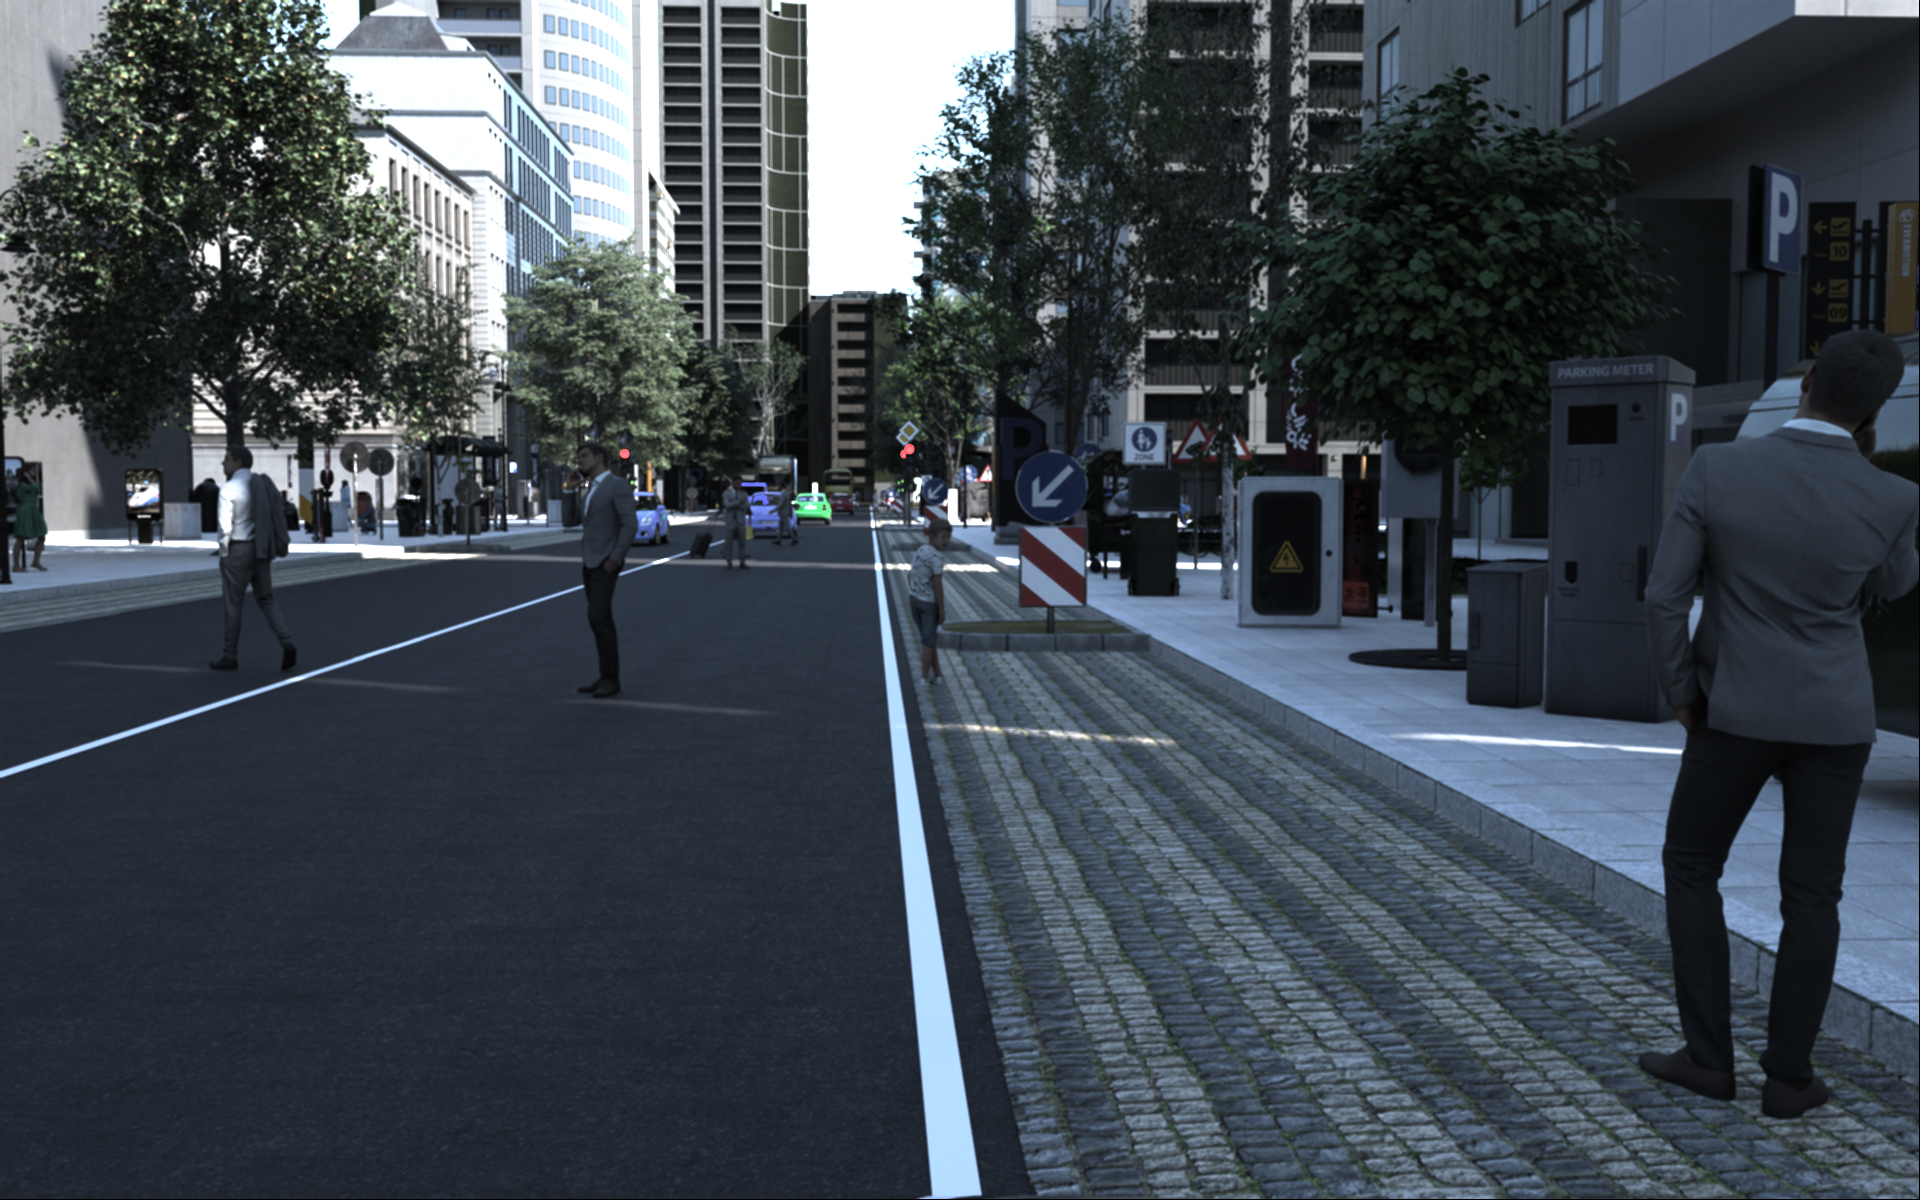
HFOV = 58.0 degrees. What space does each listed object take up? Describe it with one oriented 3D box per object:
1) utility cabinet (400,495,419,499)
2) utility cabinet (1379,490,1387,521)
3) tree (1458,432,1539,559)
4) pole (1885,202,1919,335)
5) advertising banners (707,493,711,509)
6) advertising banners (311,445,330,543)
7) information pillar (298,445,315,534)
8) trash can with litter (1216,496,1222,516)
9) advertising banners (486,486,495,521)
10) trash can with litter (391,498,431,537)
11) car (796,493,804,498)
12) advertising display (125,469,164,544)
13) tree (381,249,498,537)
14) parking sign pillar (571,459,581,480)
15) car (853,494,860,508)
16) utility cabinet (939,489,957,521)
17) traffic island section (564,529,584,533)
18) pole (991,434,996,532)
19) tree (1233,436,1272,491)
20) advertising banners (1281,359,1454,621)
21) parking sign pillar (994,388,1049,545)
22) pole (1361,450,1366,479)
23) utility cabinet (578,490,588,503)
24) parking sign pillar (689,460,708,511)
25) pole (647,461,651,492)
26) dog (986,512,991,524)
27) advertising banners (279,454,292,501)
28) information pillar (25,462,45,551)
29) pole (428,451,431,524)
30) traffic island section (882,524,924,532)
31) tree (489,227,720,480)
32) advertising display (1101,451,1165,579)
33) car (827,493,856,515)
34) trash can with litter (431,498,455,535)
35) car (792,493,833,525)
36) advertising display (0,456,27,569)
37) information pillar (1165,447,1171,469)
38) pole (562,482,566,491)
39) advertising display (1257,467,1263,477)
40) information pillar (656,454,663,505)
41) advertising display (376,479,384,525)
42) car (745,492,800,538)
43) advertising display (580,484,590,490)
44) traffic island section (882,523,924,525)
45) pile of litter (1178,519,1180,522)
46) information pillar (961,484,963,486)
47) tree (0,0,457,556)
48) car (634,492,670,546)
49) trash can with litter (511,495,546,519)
[{"bbox_3d":[-25.493,-4.224,80.228,0.306,1.237,1.020,1,4,22],"label":"utility cabinet"},{"bbox_3d":[20.183,-4.474,81.823,1.173,1.500,0.318,3,5,42],"label":"utility cabinet"},{"bbox_3d":[9.112,-2.194,30.477,1.663,3.219,1.824,0,3,0],"label":"tree"},{"bbox_3d":[6.622,-1.126,12.253,0.158,3.312,0.155,0,3,0],"label":"pole"},{"bbox_3d":[-21.425,-8.987,143.118,2.074,3.025,0.090,1,4,19],"label":"advertising banners"},{"bbox_3d":[-16.894,-3.033,45.779,0.090,3.025,2.074,-2,4,-33],"label":"advertising banners"},{"bbox_3d":[-21.193,-3.966,56.205,0.504,3.616,0.183,-1,4,-16],"label":"information pillar"},{"bbox_3d":[11.987,-4.267,80.828,1.678,1.210,2.233,-2,4,-29],"label":"trash can with litter"},{"bbox_3d":[-22.404,-5.297,82.799,0.090,3.025,2.074,0,4,-3],"label":"advertising banners"},{"bbox_3d":[-16.544,-2.486,52.036,0.624,1.170,1.055,1,4,15],"label":"trash can with litter"},{"bbox_3d":[-15.770,-10.263,177.384,1.945,1.707,3.694,0,4,-2],"label":"car"},{"bbox_3d":[-20.876,-2.394,44.353,0.974,1.923,0.123,0,4,7],"label":"advertising display"},{"bbox_3d":[-15.612,-6.185,51.483,4.737,8.622,4.395,0,3,0],"label":"tree"},{"bbox_3d":[-24.308,-7.503,111.148,1.447,3.967,1.447,-2,4,-26],"label":"parking sign pillar"},{"bbox_3d":[-11.141,-9.979,175.163,2.014,1.417,4.499,0,4,-5],"label":"car"},{"bbox_3d":[-0.577,-4.537,82.855,0.318,1.500,1.173,2,4,32],"label":"utility cabinet"},{"bbox_3d":[-13.737,-2.640,65.452,2.009,0.180,2.903,0,4,-3],"label":"traffic island section"},{"bbox_3d":[1.177,-3.985,58.993,0.158,3.312,0.155,0,3,0],"label":"pole"},{"bbox_3d":[9.565,-3.858,57.678,1.663,3.219,1.824,0,3,0],"label":"tree"},{"bbox_3d":[4.163,-1.334,17.997,2.074,3.025,0.090,3,5,43],"label":"advertising banners"},{"bbox_3d":[1.583,-3.406,44.163,1.447,3.967,1.447,-1,4,-11],"label":"parking sign pillar"},{"bbox_3d":[18.699,-5.290,80.341,0.158,3.312,0.155,0,3,0],"label":"pole"},{"bbox_3d":[-18.281,-4.698,85.487,0.318,1.500,1.173,3,5,41],"label":"utility cabinet"},{"bbox_3d":[-19.755,-8.685,130.479,1.447,3.967,1.447,1,4,8],"label":"parking sign pillar"},{"bbox_3d":[-16.576,-6.025,92.359,0.158,3.312,0.155,0,3,0],"label":"pole"},{"bbox_3d":[1.215,-3.473,73.611,0.406,0.507,0.540,-3,5,-40],"label":"dog"},{"bbox_3d":[-29.433,-4.846,75.416,0.090,3.025,2.074,0,3,0],"label":"advertising banners"},{"bbox_3d":[-20.990,-2.127,39.265,0.304,2.012,0.304,-1,4,-9],"label":"information pillar"},{"bbox_3d":[-22.471,-4.878,73.593,0.158,3.312,0.155,0,3,0],"label":"pole"},{"bbox_3d":[-1.911,-2.678,66.065,2.009,0.180,2.903,0,4,-3],"label":"traffic island section"},{"bbox_3d":[-16.949,-10.728,82.063,9.857,13.997,8.962,0,3,0],"label":"tree"},{"bbox_3d":[2.593,-1.270,25.979,0.974,1.923,0.123,2,4,23],"label":"advertising display"},{"bbox_3d":[-8.146,-6.675,118.170,2.155,1.783,4.494,0,4,-2],"label":"car"},{"bbox_3d":[-16.422,-2.640,54.546,1.055,1.170,0.624,2,4,32],"label":"trash can with litter"},{"bbox_3d":[-6.927,-4.417,81.022,1.959,1.807,4.718,0,4,-3],"label":"car"},{"bbox_3d":[-16.494,-1.490,29.568,0.974,1.923,0.123,-2,4,-23],"label":"advertising display"},{"bbox_3d":[3.115,-1.399,27.373,0.304,2.012,0.304,-1,4,-22],"label":"information pillar"},{"bbox_3d":[-21.931,-6.244,95.927,0.158,3.312,0.155,0,3,0],"label":"pole"},{"bbox_3d":[7.241,-2.238,41.806,0.123,1.923,0.974,1,4,9],"label":"advertising display"},{"bbox_3d":[-17.467,-6.696,100.830,0.504,3.616,0.183,2,4,33],"label":"information pillar"},{"bbox_3d":[-24.235,-4.106,72.353,0.123,1.923,0.974,-2,4,-28],"label":"advertising display"},{"bbox_3d":[-6.319,-2.949,57.803,1.945,1.707,3.694,0,4,-4],"label":"car"},{"bbox_3d":[-23.136,-6.164,106.003,0.974,1.923,0.123,-2,4,-31],"label":"advertising display"},{"bbox_3d":[-2.330,-3.166,74.039,2.009,0.180,2.903,0,4,-3],"label":"traffic island section"},{"bbox_3d":[9.455,-3.961,78.731,1.176,0.858,1.719,0,4,-3],"label":"pile of litter"},{"bbox_3d":[0.222,-7.444,126.198,0.304,2.012,0.304,0,4,-6],"label":"information pillar"},{"bbox_3d":[-15.254,-7.277,35.989,9.611,12.733,9.660,0,3,0],"label":"tree"},{"bbox_3d":[-9.265,-2.415,49.079,1.945,1.707,3.694,0,4,-3],"label":"car"},{"bbox_3d":[-22.541,-4.835,90.113,1.678,1.210,2.233,-1,4,-21],"label":"trash can with litter"}]
